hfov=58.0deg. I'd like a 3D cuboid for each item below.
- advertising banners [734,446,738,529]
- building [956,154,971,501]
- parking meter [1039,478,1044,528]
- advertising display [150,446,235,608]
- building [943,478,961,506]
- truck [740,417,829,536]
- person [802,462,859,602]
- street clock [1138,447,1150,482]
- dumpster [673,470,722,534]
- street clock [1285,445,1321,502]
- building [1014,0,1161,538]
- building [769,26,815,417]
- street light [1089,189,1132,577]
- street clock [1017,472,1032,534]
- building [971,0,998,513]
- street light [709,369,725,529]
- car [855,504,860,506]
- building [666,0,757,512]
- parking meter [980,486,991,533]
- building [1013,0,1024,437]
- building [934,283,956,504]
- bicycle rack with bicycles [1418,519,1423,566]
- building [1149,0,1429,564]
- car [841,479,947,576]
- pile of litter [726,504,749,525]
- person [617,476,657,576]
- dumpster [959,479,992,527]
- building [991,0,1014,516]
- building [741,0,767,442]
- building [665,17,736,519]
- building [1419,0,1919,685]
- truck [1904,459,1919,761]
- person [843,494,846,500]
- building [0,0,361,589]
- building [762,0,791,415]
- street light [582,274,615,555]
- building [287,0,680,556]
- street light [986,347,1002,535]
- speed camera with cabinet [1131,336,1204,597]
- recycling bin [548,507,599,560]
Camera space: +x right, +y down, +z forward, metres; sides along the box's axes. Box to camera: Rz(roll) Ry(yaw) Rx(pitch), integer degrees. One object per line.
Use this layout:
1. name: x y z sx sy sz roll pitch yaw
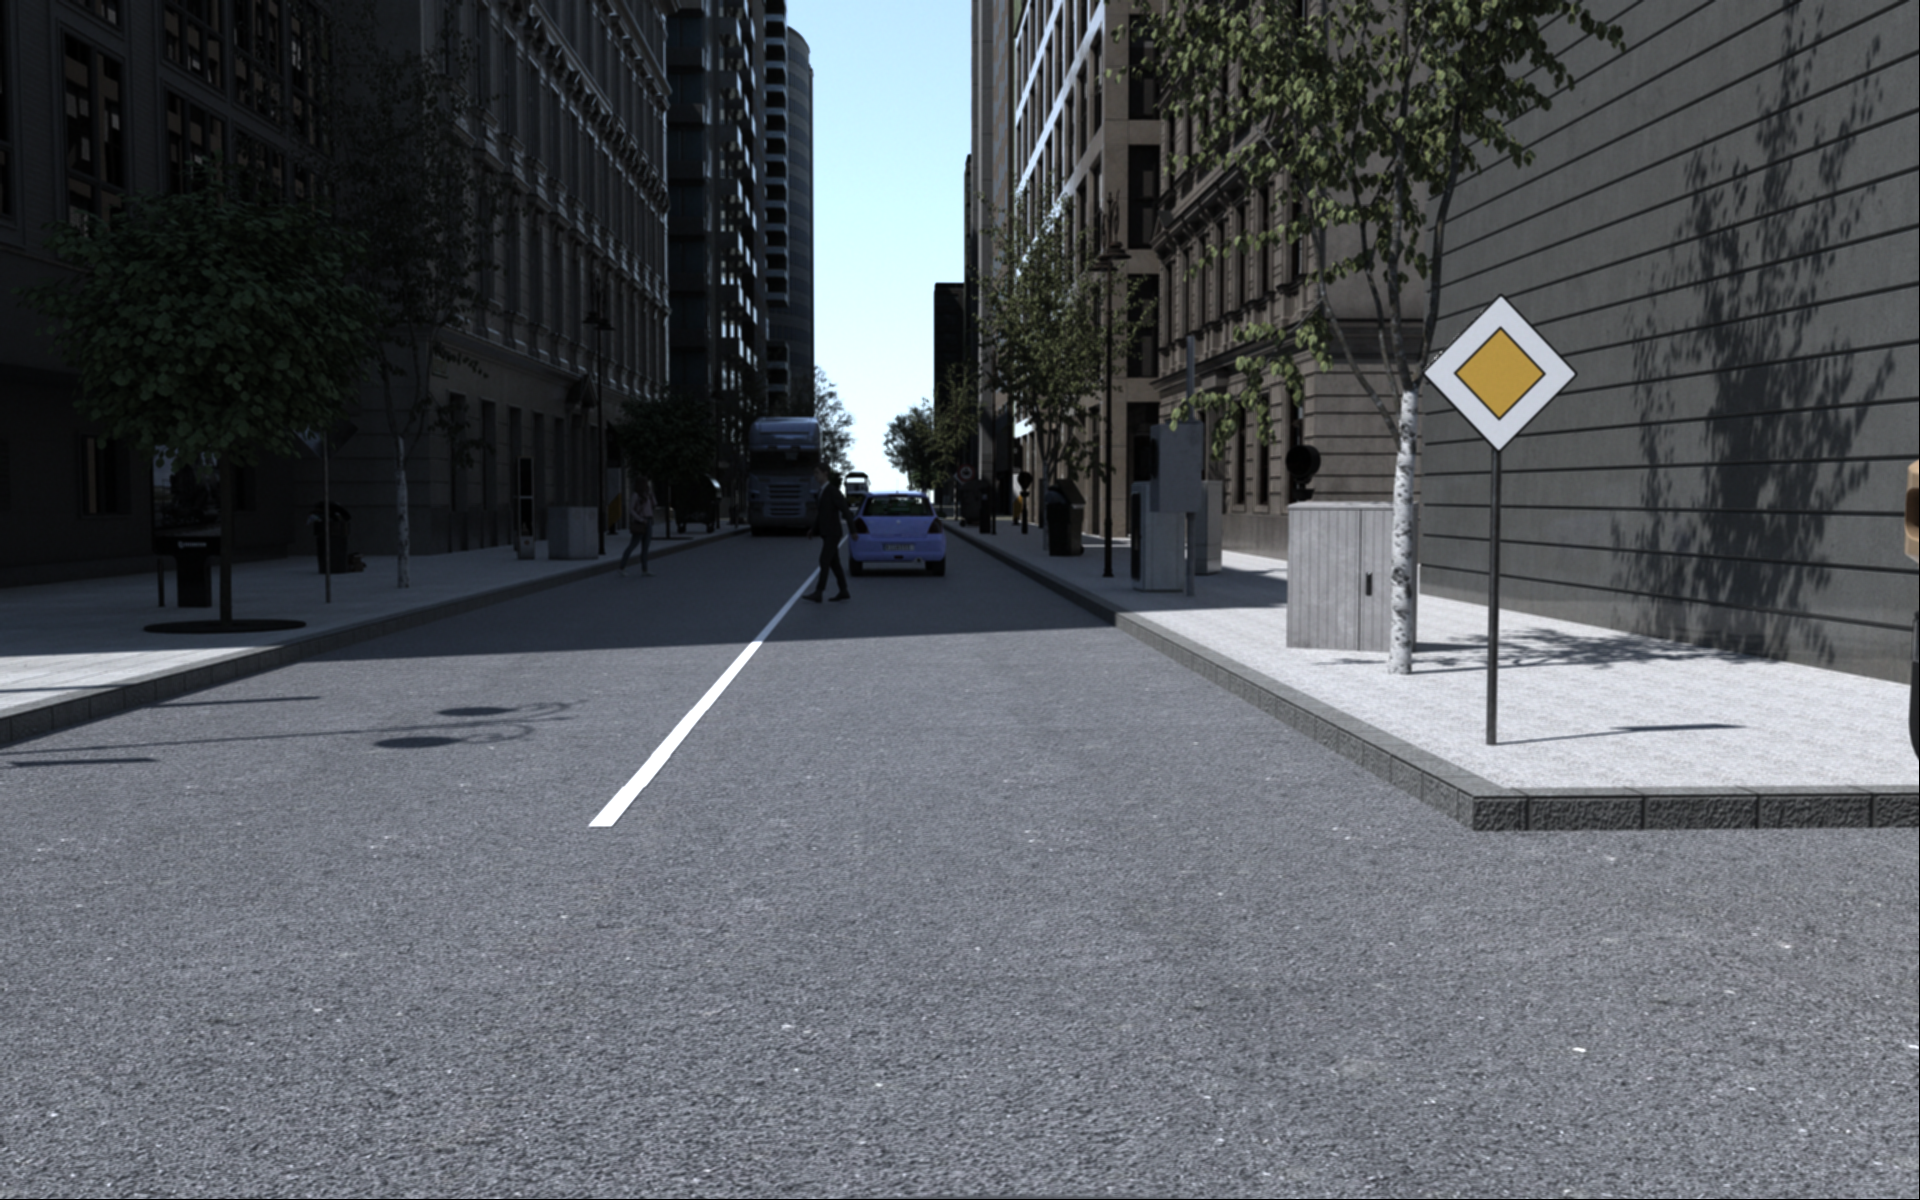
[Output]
1. advertising banners: -8.305 -4.156 64.139 0.090 3.025 2.074 0 4 -5
2. building: 7.259 -23.154 150.262 14.160 30.474 14.107 0 4 -3
3. parking meter: 3.079 -3.618 64.865 0.255 1.863 0.399 0 4 3
4. advertising display: -8.683 -0.880 19.596 0.974 1.923 0.123 1 4 11
5. building: 14.181 -32.170 217.860 32.217 40.220 23.993 0 4 -3
6. truck: -6.317 -4.689 66.423 2.967 4.110 18.799 0 4 -3
7. person: -1.792 -0.900 22.999 0.755 1.850 0.659 -2 4 -26
8. street clock: 2.930 -1.358 26.771 0.358 2.002 0.471 -1 4 -15
9. dumpster: -8.684 -3.336 57.039 1.502 2.255 1.985 0 4 -2
10. street clock: 5.056 -1.284 25.570 0.358 2.002 0.471 -3 5 -45
11. building: 13.006 -16.070 67.262 19.350 26.468 34.151 0 4 -3
12. building: -29.158 -41.138 214.607 21.231 58.520 28.212 0 4 -3
13. street light: 2.296 -3.295 26.667 0.468 5.910 1.993 0 4 -3
14. street clock: 2.089 -3.137 55.862 0.471 2.002 0.358 0 4 5
15. building: 11.293 -35.868 128.443 21.231 58.520 28.212 0 4 -3
16. street light: -8.976 -5.582 64.061 0.468 5.910 1.993 0 4 -3
17. car: -11.483 -11.852 203.558 2.009 1.686 4.222 0 4 -4
18. building: -26.070 -30.694 121.456 23.786 49.044 30.456 0 4 -3
19. parking meter: 0.823 -2.944 56.547 0.372 1.533 0.369 0 3 0
20. building: 9.766 -25.076 93.586 14.154 41.232 14.086 0 4 -3
21. building: 3.372 -28.441 236.713 14.160 30.474 14.107 0 4 -3
22. bicycle rack with bicycles: 8.433 -0.897 28.053 2.852 0.926 2.925 2 4 31
23. building: 10.657 -10.749 40.371 10.561 19.102 19.286 0 4 -3
24. car: -1.189 -1.345 31.586 1.945 1.707 3.694 0 4 -4
25. pile of litter: -9.320 -3.628 73.279 1.176 0.858 1.719 0 4 -3
26. person: -5.630 -1.289 30.172 0.643 1.750 0.593 1 4 18
27. dumpster: 0.608 -3.821 68.226 1.264 1.857 1.865 0 4 -2
28. building: 9.374 -27.979 107.574 14.600 45.320 14.200 0 4 -3
29. building: -23.570 -30.207 143.988 14.600 45.320 14.200 0 4 -3
30. building: -29.019 -24.619 94.395 32.217 40.220 23.993 0 4 -3
31. building: 20.859 -14.618 16.494 29.804 29.767 11.434 0 4 -3
32. truck: 8.248 -0.986 5.031 11.283 4.237 2.839 0 4 -1
33. person: -10.544 -8.869 156.759 0.557 1.426 1.065 1 4 22
34. building: -18.275 -13.962 21.789 14.314 27.812 24.014 0 4 -3
35. building: -28.118 -53.262 183.512 22.319 86.520 31.000 0 4 -3
36. street light: -7.589 -3.897 36.500 0.468 5.910 1.993 0 4 -3
37. building: -19.838 -17.113 56.210 17.030 29.872 44.131 0 4 -3
38. street light: 1.070 -5.005 54.614 0.468 5.910 1.993 0 4 -3
39. speed camera with cabinet: 2.655 -1.719 22.439 0.660 3.252 2.038 0 4 -4
40. recycling bin: -7.601 -1.314 34.031 0.722 1.027 0.722 3 5 41
